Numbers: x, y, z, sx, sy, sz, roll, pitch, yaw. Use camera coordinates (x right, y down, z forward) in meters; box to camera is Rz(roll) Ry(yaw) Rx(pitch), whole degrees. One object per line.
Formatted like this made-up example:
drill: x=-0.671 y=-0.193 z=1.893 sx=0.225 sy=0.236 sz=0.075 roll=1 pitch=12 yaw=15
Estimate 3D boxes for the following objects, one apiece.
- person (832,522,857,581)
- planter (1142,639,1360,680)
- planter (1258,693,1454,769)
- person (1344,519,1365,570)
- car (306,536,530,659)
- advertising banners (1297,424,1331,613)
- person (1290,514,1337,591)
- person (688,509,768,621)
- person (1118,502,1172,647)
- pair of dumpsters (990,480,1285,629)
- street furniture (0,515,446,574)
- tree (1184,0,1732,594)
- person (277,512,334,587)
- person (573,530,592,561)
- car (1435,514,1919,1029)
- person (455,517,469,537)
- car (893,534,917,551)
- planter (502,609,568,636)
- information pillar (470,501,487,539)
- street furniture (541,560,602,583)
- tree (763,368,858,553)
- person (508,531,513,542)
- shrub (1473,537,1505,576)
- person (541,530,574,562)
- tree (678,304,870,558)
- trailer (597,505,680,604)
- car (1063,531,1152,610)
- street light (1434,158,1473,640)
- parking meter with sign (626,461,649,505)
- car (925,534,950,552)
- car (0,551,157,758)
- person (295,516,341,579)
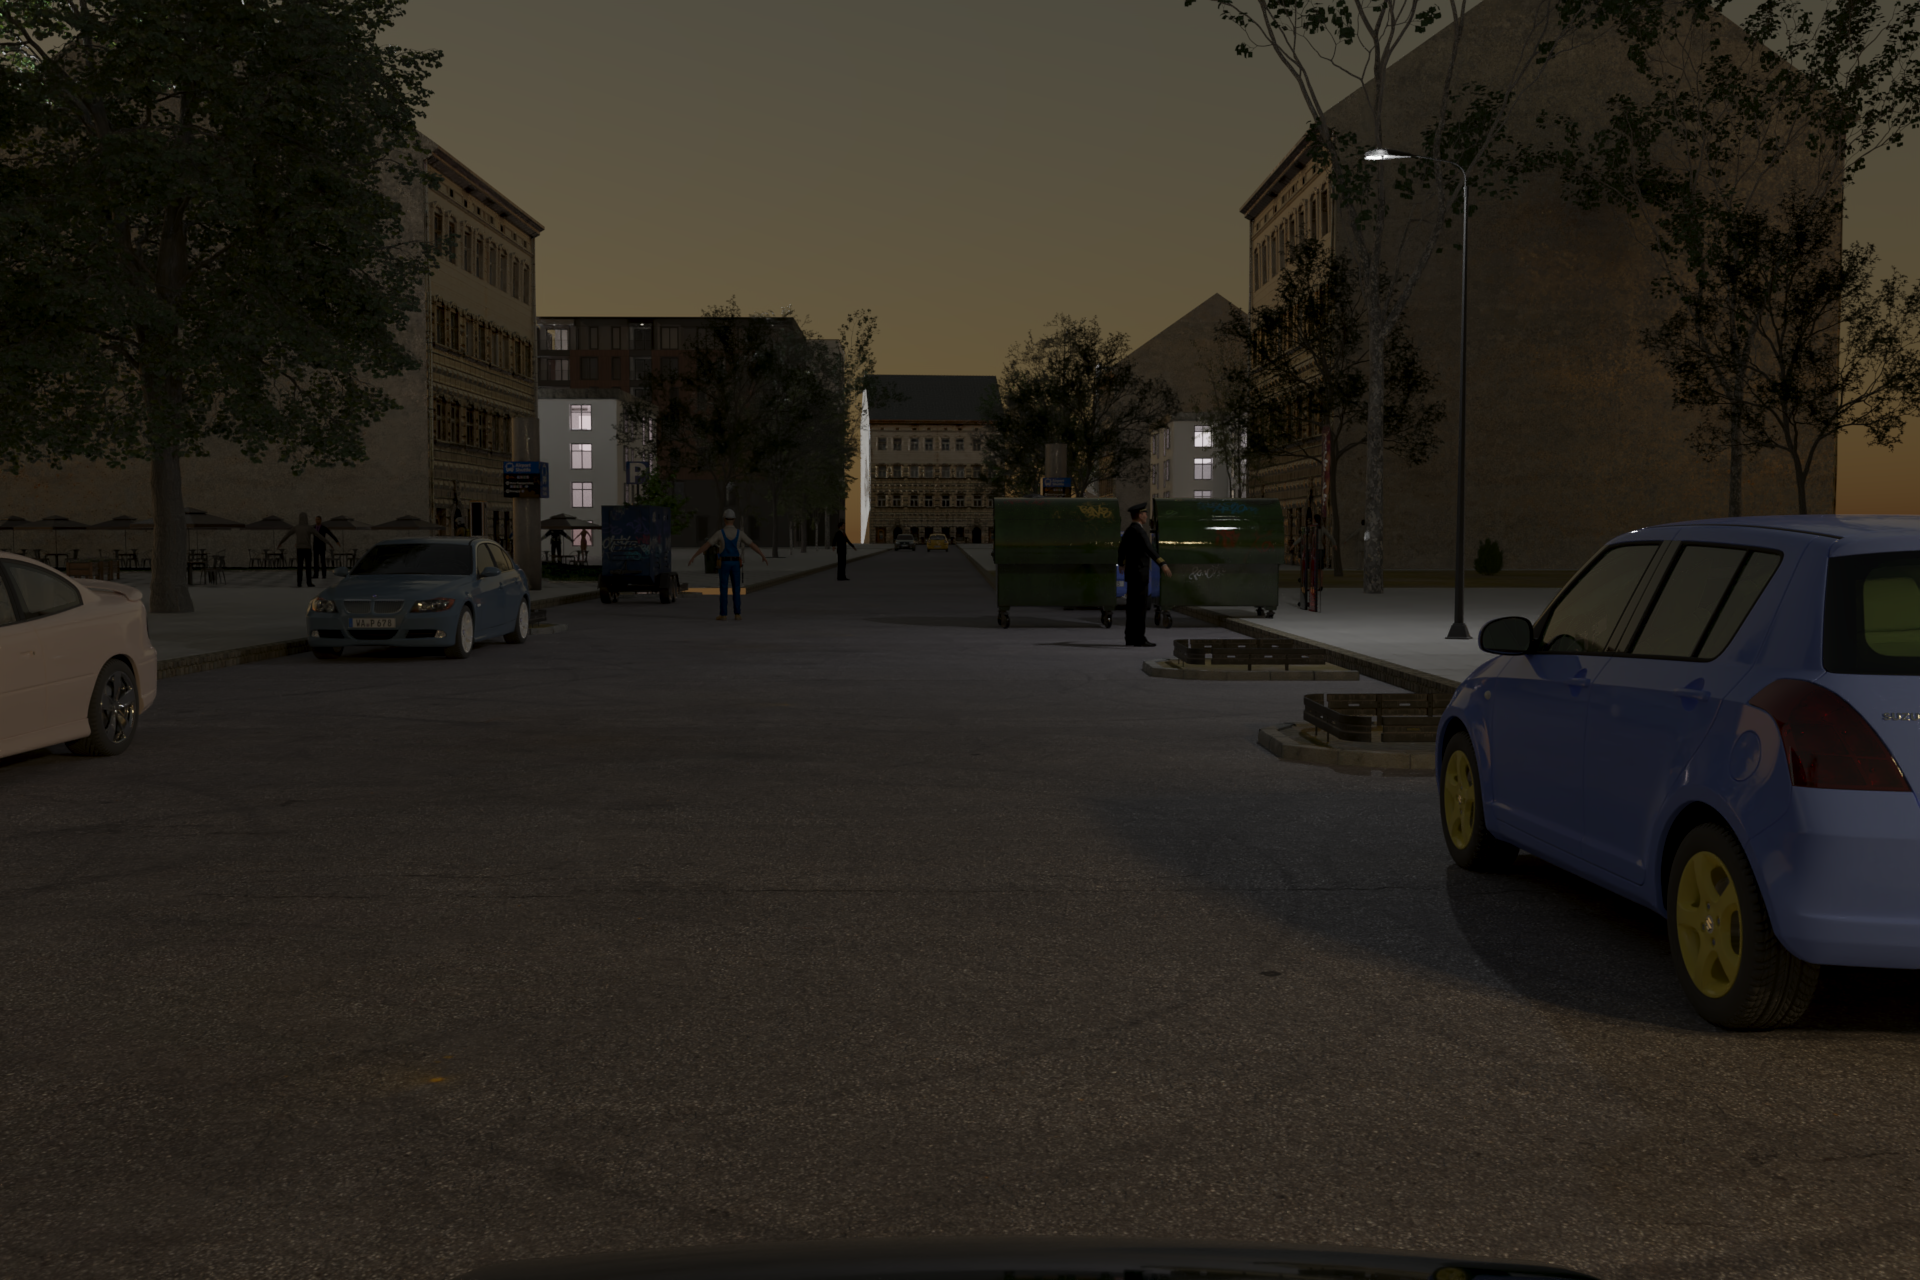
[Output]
person: x=-3.614 y=-2.735 z=53.359 sx=0.705 sy=1.806 sz=1.347 roll=2 pitch=4 yaw=27
planter: x=2.920 y=0.196 z=17.941 sx=1.991 sy=0.319 sz=1.994 roll=0 pitch=4 yaw=0
planter: x=3.047 y=0.586 z=11.551 sx=1.991 sy=0.319 sz=1.994 roll=0 pitch=4 yaw=0
person: x=14.480 y=-3.425 z=62.192 sx=1.347 sy=1.806 sz=0.705 roll=0 pitch=4 yaw=-1
car: x=-6.542 y=-0.573 z=21.370 sx=2.014 sy=1.417 sz=4.499 roll=0 pitch=4 yaw=-1
advertising banners: x=5.845 y=-1.982 z=28.588 sx=0.090 sy=3.025 sz=2.074 roll=0 pitch=4 yaw=-1
person: x=7.943 y=-1.958 z=38.837 sx=1.217 sy=1.735 sz=0.721 roll=-1 pitch=4 yaw=-21
person: x=-3.837 y=-1.253 z=28.803 sx=1.347 sy=1.847 sz=0.705 roll=-1 pitch=4 yaw=-19
person: x=2.291 y=-0.838 z=22.096 sx=0.705 sy=1.837 sz=1.347 roll=-1 pitch=4 yaw=-21
pair of dumpsters: x=2.687 y=-1.327 z=26.652 sx=4.436 sy=2.255 sz=1.574 roll=0 pitch=4 yaw=0
street furniture: x=-32.742 y=-3.298 z=58.955 sx=27.439 sy=1.986 sz=14.083 roll=0 pitch=4 yaw=6
tree: x=10.141 y=-11.014 z=35.974 sx=12.611 sy=20.169 sz=13.585 roll=0 pitch=3 yaw=0
person: x=-15.909 y=-2.196 z=42.029 sx=1.348 sy=1.813 sz=0.705 roll=0 pitch=4 yaw=-3
person: x=-16.942 y=-4.339 z=77.752 sx=0.721 sy=1.733 sz=1.217 roll=2 pitch=4 yaw=29
car: x=2.980 y=0.200 z=6.321 sx=1.945 sy=1.707 sz=3.694 roll=0 pitch=4 yaw=-1
person: x=-17.054 y=-3.260 z=59.077 sx=0.705 sy=1.858 sz=1.354 roll=0 pitch=4 yaw=-2
car: x=-4.592 y=-8.276 z=145.094 sx=2.009 sy=1.686 sz=4.222 roll=0 pitch=4 yaw=0
planter: x=-6.846 y=-0.259 z=25.372 sx=1.991 sy=0.319 sz=1.994 roll=0 pitch=4 yaw=0
information pillar: x=-10.657 y=-2.073 z=38.384 sx=0.304 sy=2.012 sz=0.304 roll=0 pitch=3 yaw=0
street furniture: x=-12.613 y=-2.073 z=49.523 sx=5.734 sy=0.657 sz=10.072 roll=-2 pitch=4 yaw=-29
tree: x=-10.403 y=-12.233 z=118.138 sx=7.486 sy=12.596 sz=7.792 roll=0 pitch=3 yaw=0
person: x=-18.738 y=-4.142 z=73.693 sx=0.705 sy=1.833 sz=1.349 roll=3 pitch=4 yaw=37
shrub: x=16.370 y=-2.599 z=53.614 sx=1.383 sy=1.207 sz=1.383 roll=0 pitch=3 yaw=0
person: x=-15.723 y=-3.770 z=67.414 sx=1.354 sy=1.856 sz=0.705 roll=-1 pitch=4 yaw=-12
tree: x=-9.910 y=-11.158 z=92.797 sx=12.009 sy=13.543 sz=11.850 roll=0 pitch=3 yaw=0
trailer: x=-6.645 y=-1.719 z=35.148 sx=1.471 sy=1.999 sz=3.904 roll=0 pitch=4 yaw=0
car: x=2.750 y=-1.479 z=33.768 sx=1.945 sy=1.707 sz=3.694 roll=0 pitch=4 yaw=0
street light: x=6.648 y=-2.965 z=21.023 sx=1.470 sy=5.913 sz=1.316 roll=0 pitch=4 yaw=0
parking meter with sign: x=-7.727 y=-2.821 z=42.384 sx=0.543 sy=3.016 sz=1.738 roll=0 pitch=4 yaw=-1
car: x=-1.790 y=-7.894 z=139.283 sx=2.015 sy=1.641 sz=3.980 roll=0 pitch=4 yaw=0
car: x=-6.343 y=0.153 z=9.861 sx=2.083 sy=1.381 sz=4.827 roll=0 pitch=4 yaw=-1
person: x=-18.424 y=-2.663 z=49.763 sx=1.346 sy=1.802 sz=0.704 roll=0 pitch=4 yaw=4
